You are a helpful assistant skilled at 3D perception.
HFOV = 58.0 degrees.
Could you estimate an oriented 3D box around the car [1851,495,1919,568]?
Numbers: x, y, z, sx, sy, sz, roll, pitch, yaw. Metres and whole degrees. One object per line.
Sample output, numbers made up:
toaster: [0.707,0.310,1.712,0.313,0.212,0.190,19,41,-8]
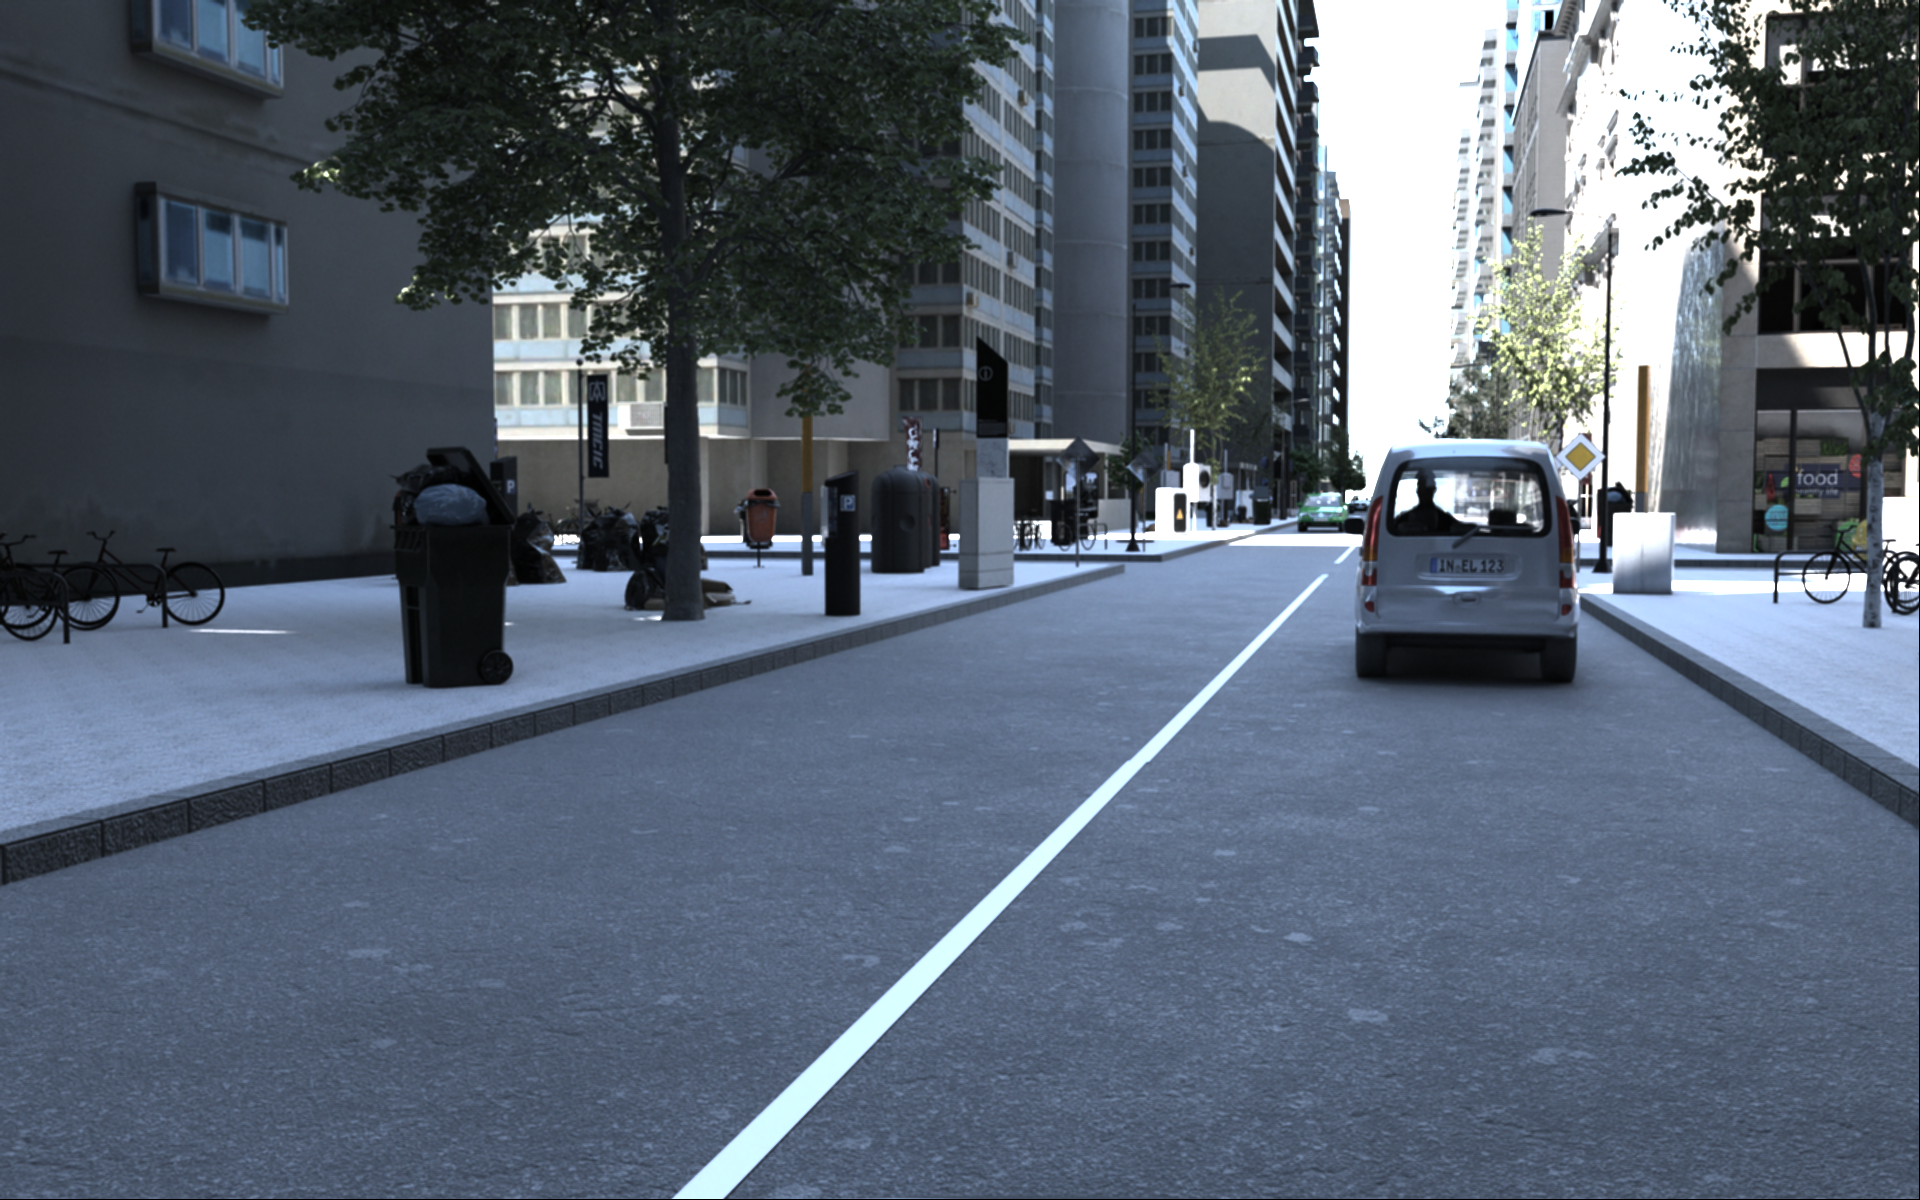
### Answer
car: [17.947,-1.237,30.452,3.980,1.641,2.015,1,4,13]

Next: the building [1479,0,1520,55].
building: [59.663,-33.137,161.400,23.786,49.044,30.456,1,4,14]

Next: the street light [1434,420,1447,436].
street light: [30.517,-8.296,108.174,1.470,5.913,1.316,1,4,14]

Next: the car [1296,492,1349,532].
car: [13.934,-3.525,66.437,1.959,1.807,4.718,1,4,14]

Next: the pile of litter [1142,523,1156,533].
pile of litter: [6.672,-2.716,58.364,1.176,0.858,1.719,2,4,27]

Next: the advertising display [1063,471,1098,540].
advertising display: [3.403,-2.663,48.760,0.974,1.923,0.123,0,4,-7]

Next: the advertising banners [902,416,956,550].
advertising banners: [-0.426,-2.646,39.453,2.074,3.025,0.090,-2,4,-32]

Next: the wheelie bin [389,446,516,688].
wheelie bin: [-3.424,-0.231,11.680,0.693,1.594,0.980,-3,5,-39]

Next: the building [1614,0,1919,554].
building: [35.134,-14.498,41.558,34.151,26.468,19.350,1,4,14]

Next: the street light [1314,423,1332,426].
street light: [23.434,-8.569,112.637,1.470,5.913,1.316,1,4,14]

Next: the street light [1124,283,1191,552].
street light: [4.379,-4.022,38.307,1.470,5.913,1.316,1,4,14]

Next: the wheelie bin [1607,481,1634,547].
wheelie bin: [16.058,-2.105,42.324,0.693,1.594,0.980,1,4,13]

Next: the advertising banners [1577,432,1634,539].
advertising banners: [18.452,-3.263,49.544,2.074,3.025,0.090,-1,4,-22]

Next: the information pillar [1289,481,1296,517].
information pillar: [18.329,-5.558,95.362,0.304,2.012,0.304,0,4,-3]

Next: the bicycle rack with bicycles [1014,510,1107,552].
bicycle rack with bicycles: [2.016,-1.601,39.556,2.852,0.926,2.925,2,4,27]

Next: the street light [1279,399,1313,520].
street light: [16.431,-6.882,85.064,1.470,5.913,1.316,1,4,14]

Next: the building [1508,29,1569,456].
building: [38.002,-18.408,94.485,14.314,27.812,24.014,1,4,14]

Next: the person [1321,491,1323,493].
person: [39.778,-11.118,190.371,1.348,1.812,0.705,0,4,6]

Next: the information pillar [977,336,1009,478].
information pillar: [0.468,-2.096,25.620,0.504,3.616,0.183,1,4,13]

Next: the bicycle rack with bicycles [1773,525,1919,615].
bicycle rack with bicycles: [10.876,-0.385,19.669,2.925,0.926,2.852,-1,4,-15]

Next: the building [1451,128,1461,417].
building: [69.766,-35.723,203.671,23.786,49.044,30.456,1,4,14]

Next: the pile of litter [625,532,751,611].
pile of litter: [-3.097,-0.353,19.729,1.719,0.858,1.176,-3,4,-36]

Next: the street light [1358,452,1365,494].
street light: [43.945,-13.454,192.509,1.470,5.913,1.316,1,4,14]

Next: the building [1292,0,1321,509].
building: [19.220,-30.238,149.017,22.147,44.769,28.867,1,4,14]

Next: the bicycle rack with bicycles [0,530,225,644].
bicycle rack with bicycles: [-8.683,-0.152,15.875,2.925,0.926,2.852,0,4,2]

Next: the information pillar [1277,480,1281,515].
information pillar: [17.268,-5.435,93.350,0.304,2.012,0.304,0,4,-1]

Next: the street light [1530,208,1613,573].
street light: [9.959,-3.405,28.209,1.470,5.913,1.316,1,4,14]

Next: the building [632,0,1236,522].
building: [0.918,-25.081,101.959,32.217,40.220,23.993,1,4,14]

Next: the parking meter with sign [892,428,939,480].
parking meter with sign: [-1.445,-3.032,45.832,1.738,3.016,0.543,0,4,-8]

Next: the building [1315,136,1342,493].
building: [39.822,-37.623,234.749,23.786,49.044,30.456,1,4,14]

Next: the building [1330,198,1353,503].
building: [50.429,-37.044,255.772,14.600,45.320,14.200,1,4,14]

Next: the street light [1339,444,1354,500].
street light: [35.441,-11.421,159.275,1.470,5.913,1.316,1,4,14]

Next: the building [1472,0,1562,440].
building: [51.348,-50.014,130.399,22.319,86.520,31.000,1,4,14]

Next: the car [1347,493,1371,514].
car: [29.343,-7.143,126.570,2.009,1.686,4.222,1,4,15]

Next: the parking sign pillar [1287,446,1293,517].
parking sign pillar: [18.420,-6.745,98.759,1.447,3.967,1.447,-2,4,-27]

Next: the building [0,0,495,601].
building: [-21.015,-24.330,21.495,21.600,48.544,21.300,1,4,14]

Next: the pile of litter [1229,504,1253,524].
pile of litter: [12.398,-3.747,75.228,1.719,0.858,1.176,0,4,-4]

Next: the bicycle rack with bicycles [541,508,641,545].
bicycle rack with bicycles: [-9.595,-1.917,44.723,2.925,0.926,2.852,-1,4,-15]

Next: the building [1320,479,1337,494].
building: [29.300,-31.652,209.390,32.217,40.220,23.993,1,4,14]

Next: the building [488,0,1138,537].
building: [-10.481,-22.669,62.513,32.217,40.220,23.993,1,4,14]

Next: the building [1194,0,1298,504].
building: [12.518,-30.595,123.929,21.300,48.544,21.600,1,4,14]

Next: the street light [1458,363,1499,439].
street light: [18.443,-5.432,61.356,1.470,5.913,1.316,1,4,14]

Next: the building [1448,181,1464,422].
building: [71.196,-33.205,226.494,14.154,41.232,14.086,1,4,14]

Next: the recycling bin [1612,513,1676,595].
recycling bin: [8.879,-0.607,22.481,0.722,1.027,0.722,2,4,24]

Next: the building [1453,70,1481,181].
building: [80.445,-43.021,245.389,21.231,58.520,28.212,1,4,14]

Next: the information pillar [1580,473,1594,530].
information pillar: [22.241,-3.484,61.459,0.304,2.012,0.304,-2,4,-29]

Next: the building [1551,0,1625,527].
building: [32.265,-17.349,71.053,14.401,28.519,23.554,1,4,14]

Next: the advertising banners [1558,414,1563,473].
advertising banners: [13.304,-2.600,38.693,0.090,3.025,2.074,1,4,14]

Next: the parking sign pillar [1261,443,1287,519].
parking sign pillar: [16.122,-6.260,90.821,1.447,3.967,1.447,1,4,21]

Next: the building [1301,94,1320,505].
building: [27.496,-29.724,169.580,14.154,41.232,14.086,1,4,14]
